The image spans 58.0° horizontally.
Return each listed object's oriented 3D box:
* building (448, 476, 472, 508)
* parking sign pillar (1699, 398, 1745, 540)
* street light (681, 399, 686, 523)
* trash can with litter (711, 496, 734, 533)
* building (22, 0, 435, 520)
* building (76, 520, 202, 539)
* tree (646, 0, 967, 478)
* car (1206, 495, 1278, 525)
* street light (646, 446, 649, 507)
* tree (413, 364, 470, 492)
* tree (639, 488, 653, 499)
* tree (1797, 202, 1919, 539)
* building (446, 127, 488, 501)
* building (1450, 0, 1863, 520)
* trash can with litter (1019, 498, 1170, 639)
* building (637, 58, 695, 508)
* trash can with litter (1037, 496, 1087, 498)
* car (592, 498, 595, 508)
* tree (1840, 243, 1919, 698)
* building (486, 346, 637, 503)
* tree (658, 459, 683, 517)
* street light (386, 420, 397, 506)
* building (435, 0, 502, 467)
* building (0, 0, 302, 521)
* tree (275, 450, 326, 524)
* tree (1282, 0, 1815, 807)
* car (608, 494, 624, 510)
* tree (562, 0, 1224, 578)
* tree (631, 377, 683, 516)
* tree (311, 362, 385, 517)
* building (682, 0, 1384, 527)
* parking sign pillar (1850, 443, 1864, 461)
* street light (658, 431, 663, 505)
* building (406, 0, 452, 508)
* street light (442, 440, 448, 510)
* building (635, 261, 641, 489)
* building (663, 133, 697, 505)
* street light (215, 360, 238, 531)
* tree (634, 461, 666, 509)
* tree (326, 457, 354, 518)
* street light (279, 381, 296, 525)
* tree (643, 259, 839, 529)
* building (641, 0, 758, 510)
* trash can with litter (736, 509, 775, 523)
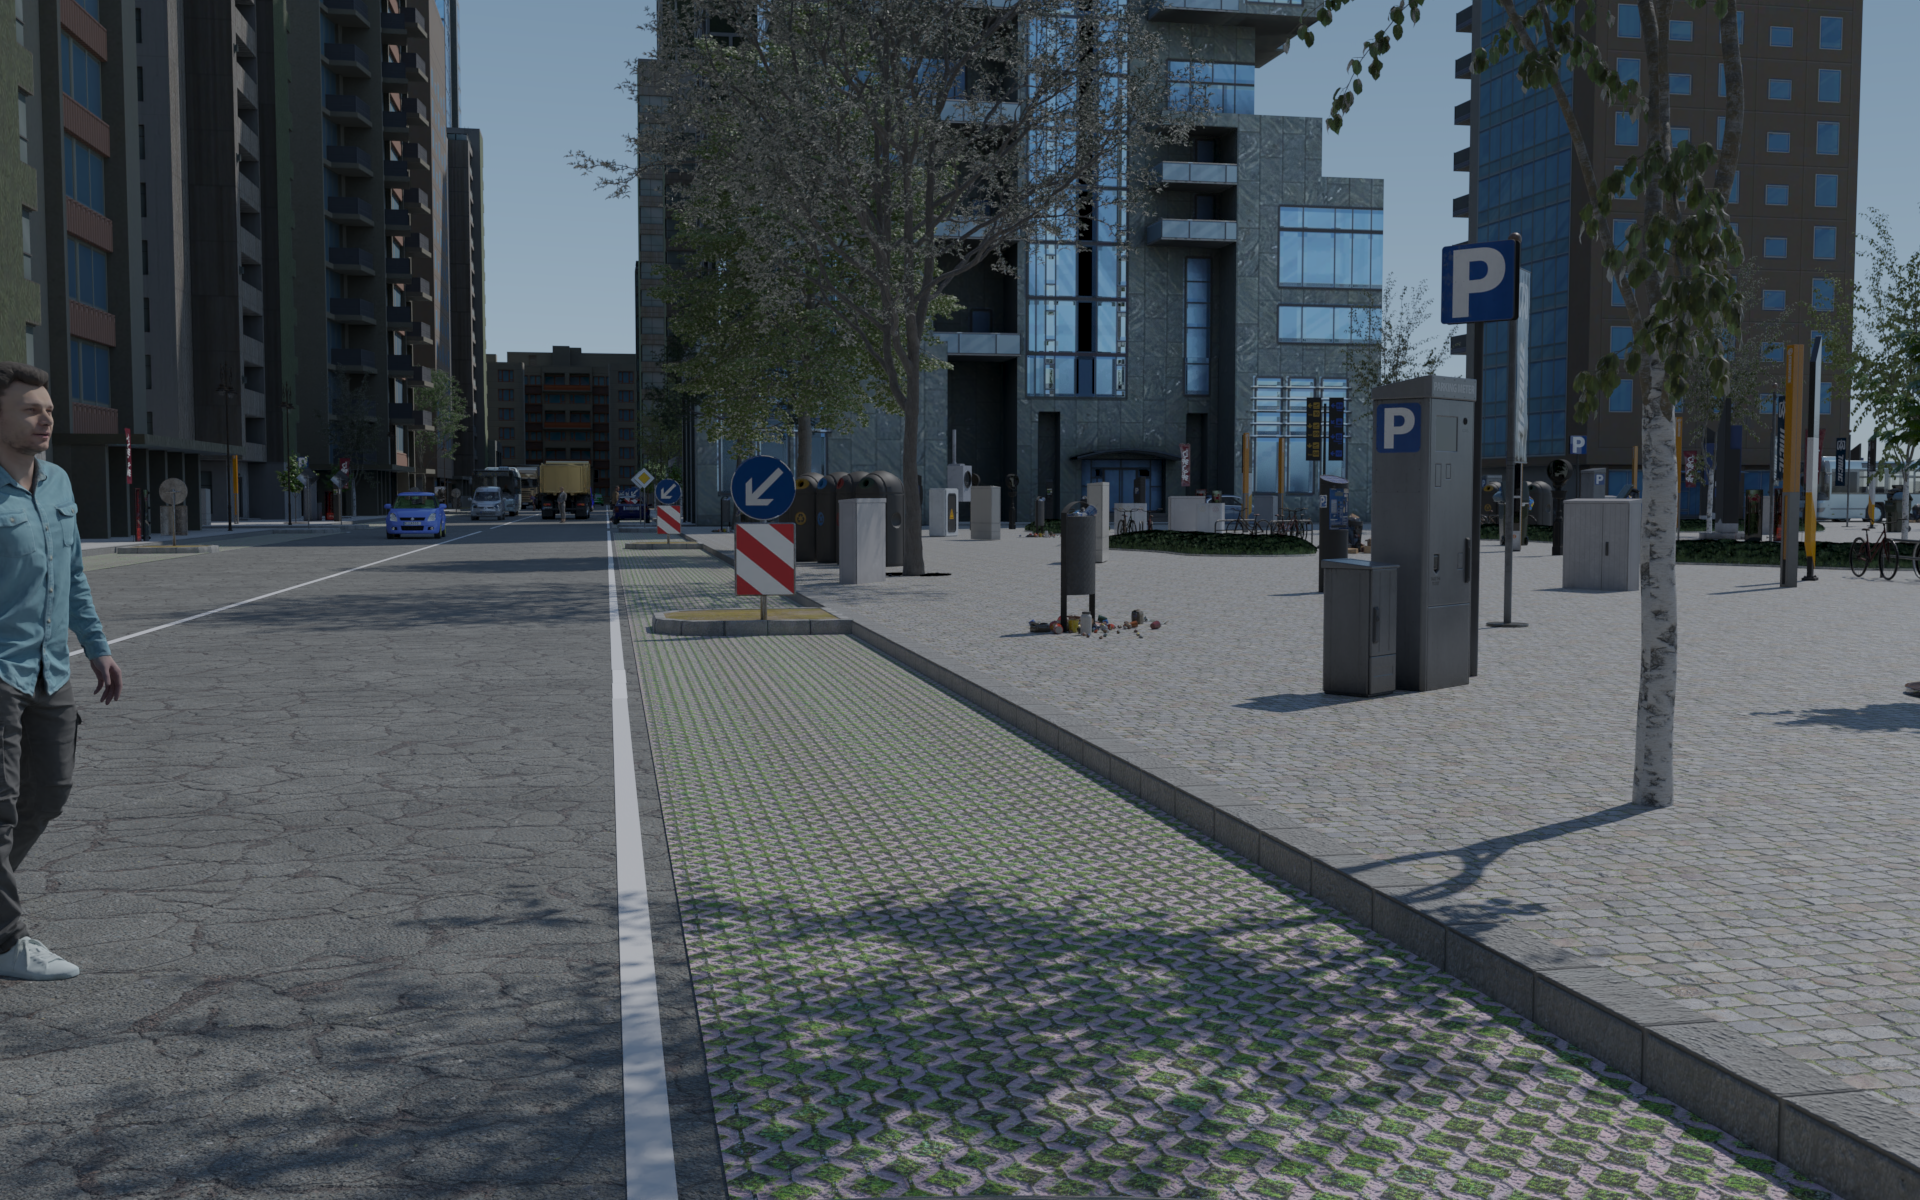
[{"bbox_3d":[-64.366,-29.026,166.454,32.217,40.220,23.993,-1,4,-12],"label":"building"},{"bbox_3d":[21.829,-3.716,49.226,1.447,3.967,1.447,1,4,15],"label":"parking sign pillar"},{"bbox_3d":[-12.390,-6.415,77.672,0.468,5.910,1.993,-1,4,-12],"label":"street light"},{"bbox_3d":[-7.636,-2.908,58.603,1.678,1.210,2.233,2,4,24],"label":"trash can with litter"},{"bbox_3d":[-46.216,-27.912,110.986,22.147,44.769,28.867,-1,4,-12],"label":"building"},{"bbox_3d":[-38.200,-24.123,49.037,28.867,44.769,22.147,-1,4,-12],"label":"building"},{"bbox_3d":[-3.186,-7.392,38.981,7.486,12.596,7.792,0,3,0],"label":"tree"},{"bbox_3d":[11.586,-3.796,74.066,4.499,1.417,2.014,-1,4,-10],"label":"car"},{"bbox_3d":[-26.520,-10.662,147.104,0.468,5.910,1.993,-1,4,-12],"label":"street light"},{"bbox_3d":[-41.297,-12.667,132.865,9.928,11.665,9.643,0,3,0],"label":"tree"},{"bbox_3d":[-28.037,-9.874,156.046,1.663,3.219,1.824,0,3,0],"label":"tree"},{"bbox_3d":[23.181,-5.651,42.756,4.737,8.622,4.395,0,3,0],"label":"tree"},{"bbox_3d":[-58.878,-30.785,186.935,14.154,41.232,14.086,-1,4,-12],"label":"building"},{"bbox_3d":[35.333,-26.857,89.215,14.200,45.320,14.600,-1,4,-12],"label":"building"},{"bbox_3d":[1.424,-0.332,16.484,1.678,1.210,2.233,3,4,36],"label":"trash can with litter"},{"bbox_3d":[-23.940,-29.605,167.642,14.154,41.232,14.086,-1,4,-12],"label":"building"},{"bbox_3d":[2.604,-2.495,51.856,1.678,1.210,2.233,1,4,20],"label":"trash can with litter"},{"bbox_3d":[-38.915,-10.434,180.190,1.945,1.707,3.694,-1,4,-11],"label":"car"},{"bbox_3d":[6.424,-0.995,10.869,1.663,3.219,1.824,0,3,0],"label":"tree"},{"bbox_3d":[-54.556,-24.260,241.686,28.899,21.520,27.650,-1,4,-12],"label":"building"},{"bbox_3d":[-15.603,-6.172,95.513,1.663,3.219,1.824,0,3,0],"label":"tree"},{"bbox_3d":[-34.731,-8.139,105.854,0.468,5.910,1.993,-1,4,-12],"label":"street light"},{"bbox_3d":[-71.153,-54.497,203.694,31.000,86.520,22.319,-1,4,-12],"label":"building"},{"bbox_3d":[-40.339,-19.014,82.581,14.160,30.474,14.107,-1,4,-12],"label":"building"},{"bbox_3d":[-29.009,-4.934,75.267,1.663,3.219,1.824,0,3,0],"label":"tree"},{"bbox_3d":[2.632,-3.458,6.906,4.360,8.622,3.978,0,3,0],"label":"tree"},{"bbox_3d":[-30.791,-8.989,156.753,2.009,1.686,4.222,-1,4,-13],"label":"car"},{"bbox_3d":[-0.860,-7.124,26.846,12.009,13.543,11.850,0,3,0],"label":"tree"},{"bbox_3d":[-16.321,-9.311,102.597,4.737,8.622,4.395,0,3,0],"label":"tree"},{"bbox_3d":[-33.842,-8.936,96.462,4.360,8.622,3.978,0,3,0],"label":"tree"},{"bbox_3d":[2.150,-47.082,82.458,31.000,86.520,22.319,-1,4,-12],"label":"building"},{"bbox_3d":[47.552,-6.363,92.501,1.447,3.967,1.447,-2,4,-26],"label":"parking sign pillar"},{"bbox_3d":[-19.404,-8.541,112.429,0.468,5.910,1.993,-1,4,-12],"label":"street light"},{"bbox_3d":[-51.927,-30.536,149.377,14.600,45.320,14.200,-1,4,-12],"label":"building"},{"bbox_3d":[-41.839,-10.265,140.618,0.468,5.910,1.993,-1,4,-12],"label":"street light"},{"bbox_3d":[-33.370,-27.188,216.226,14.160,30.474,14.107,-1,4,-12],"label":"building"},{"bbox_3d":[-17.274,-22.677,142.467,14.160,30.474,14.107,-1,4,-12],"label":"building"},{"bbox_3d":[-25.315,-5.328,59.895,0.468,5.910,1.993,-1,4,-12],"label":"street light"},{"bbox_3d":[-27.002,-10.349,152.913,4.285,4.588,4.351,0,3,0],"label":"tree"},{"bbox_3d":[-32.908,-5.933,91.609,1.663,3.219,1.824,0,3,0],"label":"tree"},{"bbox_3d":[-27.604,-6.018,71.181,0.468,5.910,1.993,-1,4,-12],"label":"street light"},{"bbox_3d":[-7.540,-7.703,60.361,7.601,10.594,8.767,0,4,-6],"label":"tree"},{"bbox_3d":[-23.737,-45.638,184.441,20.563,71.187,20.611,-1,4,-12],"label":"building"},{"bbox_3d":[-4.445,-1.678,38.828,1.055,1.170,0.624,-3,4,-37],"label":"trash can with litter"}]
